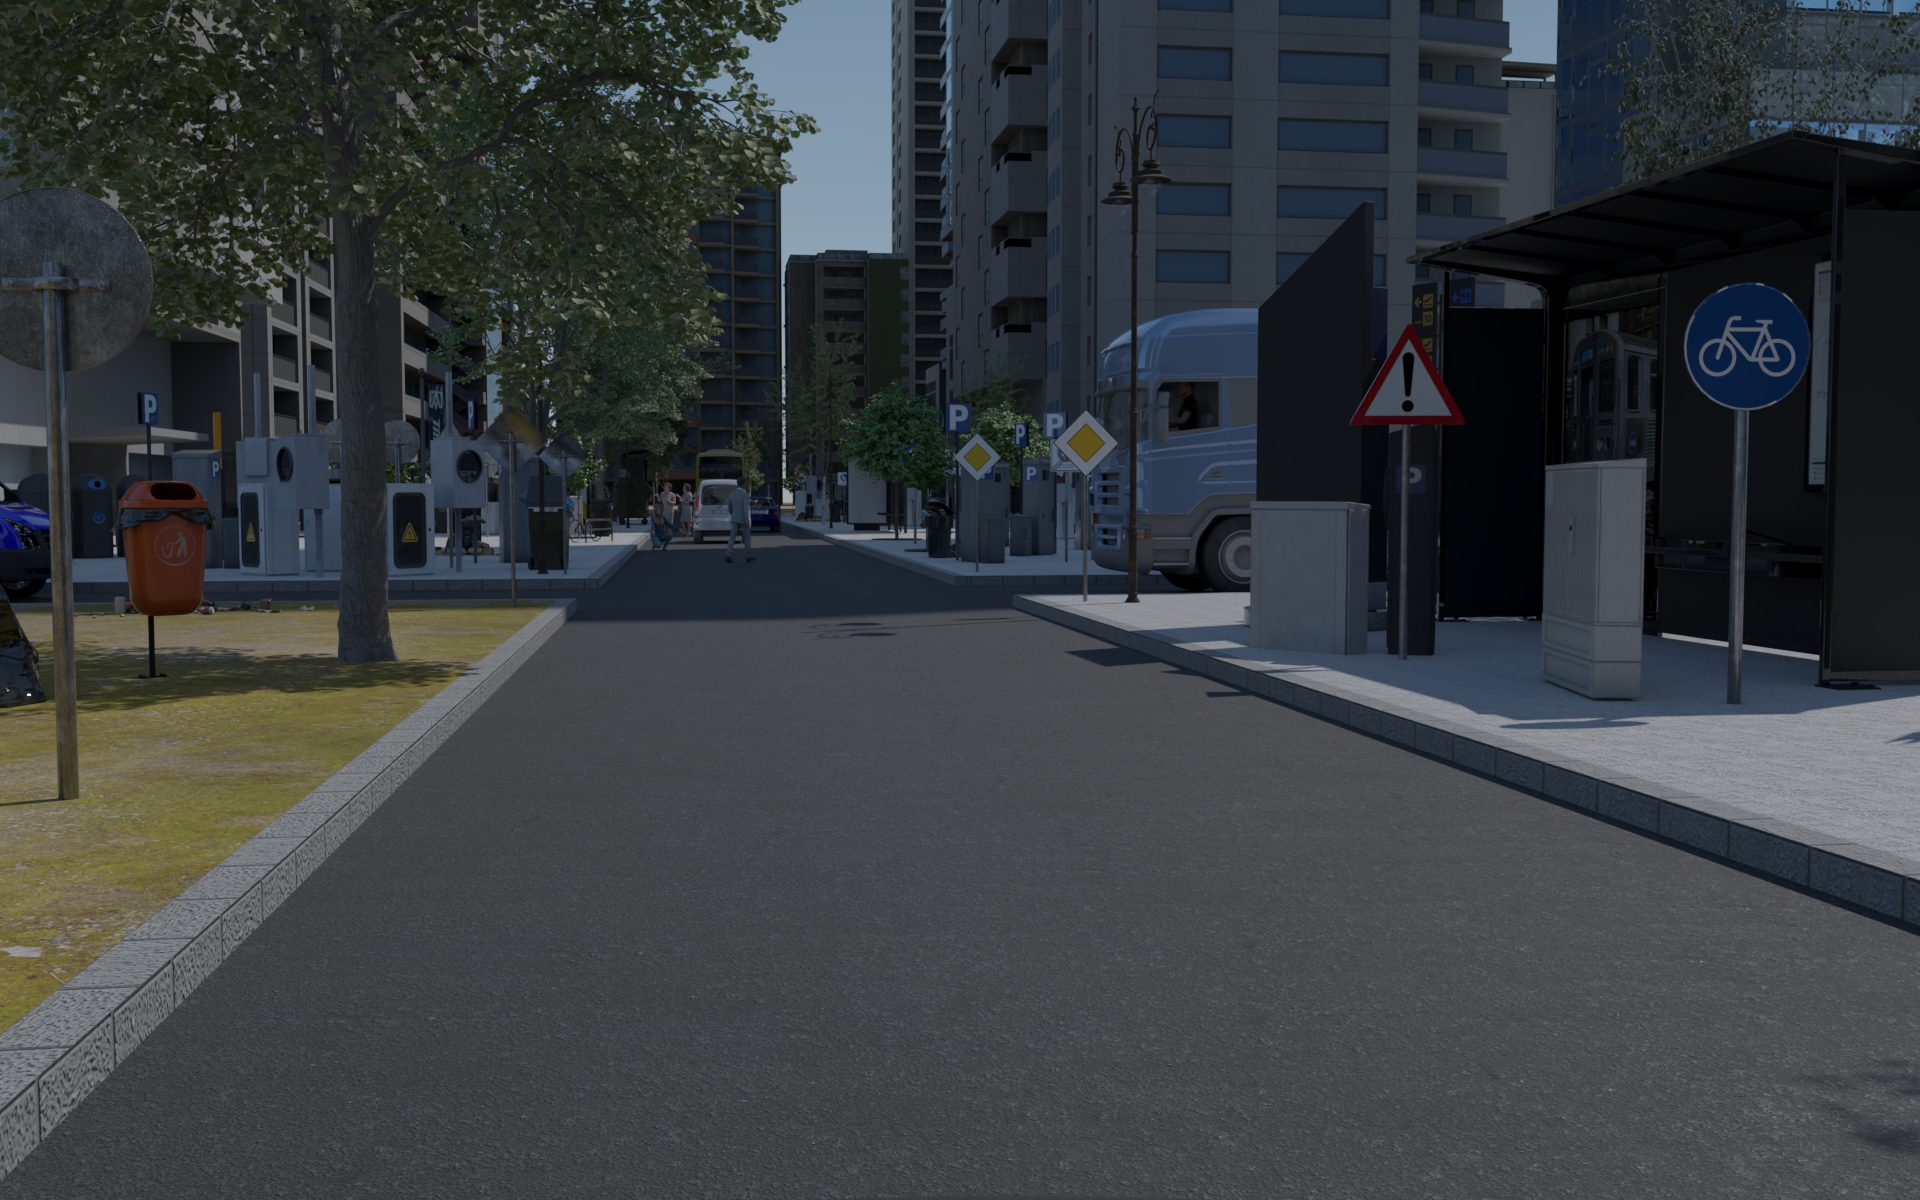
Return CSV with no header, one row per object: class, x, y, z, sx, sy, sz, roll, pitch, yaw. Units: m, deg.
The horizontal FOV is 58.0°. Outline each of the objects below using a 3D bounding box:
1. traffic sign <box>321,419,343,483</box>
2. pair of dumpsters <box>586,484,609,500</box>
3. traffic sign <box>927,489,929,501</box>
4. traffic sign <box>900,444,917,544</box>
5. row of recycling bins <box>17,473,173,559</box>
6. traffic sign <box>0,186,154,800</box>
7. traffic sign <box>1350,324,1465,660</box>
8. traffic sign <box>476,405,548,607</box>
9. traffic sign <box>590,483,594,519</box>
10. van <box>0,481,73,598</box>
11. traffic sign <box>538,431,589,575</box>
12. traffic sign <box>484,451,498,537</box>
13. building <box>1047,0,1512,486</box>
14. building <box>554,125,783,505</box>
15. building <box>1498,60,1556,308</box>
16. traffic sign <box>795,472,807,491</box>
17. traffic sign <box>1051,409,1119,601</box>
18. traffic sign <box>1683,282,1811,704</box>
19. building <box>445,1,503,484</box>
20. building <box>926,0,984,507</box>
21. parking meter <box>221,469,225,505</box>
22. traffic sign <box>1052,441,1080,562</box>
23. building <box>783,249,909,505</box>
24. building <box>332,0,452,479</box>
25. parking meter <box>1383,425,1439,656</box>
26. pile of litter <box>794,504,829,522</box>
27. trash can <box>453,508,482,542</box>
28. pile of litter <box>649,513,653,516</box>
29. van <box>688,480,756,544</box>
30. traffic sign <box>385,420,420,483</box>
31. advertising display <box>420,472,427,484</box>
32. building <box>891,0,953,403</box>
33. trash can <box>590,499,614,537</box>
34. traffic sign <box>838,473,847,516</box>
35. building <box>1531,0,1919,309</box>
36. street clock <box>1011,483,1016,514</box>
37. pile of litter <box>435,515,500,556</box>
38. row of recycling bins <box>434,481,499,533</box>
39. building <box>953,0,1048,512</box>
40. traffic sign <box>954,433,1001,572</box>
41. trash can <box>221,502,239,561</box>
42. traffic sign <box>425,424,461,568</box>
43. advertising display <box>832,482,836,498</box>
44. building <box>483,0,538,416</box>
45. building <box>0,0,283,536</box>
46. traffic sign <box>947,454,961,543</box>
traffic sign,-10.409,-1.781,29.228,0.768,2.556,0.104,0,4,-3
pair of dumpsters,-20.402,-5.751,96.524,1.574,2.255,4.437,-1,4,-9
traffic sign,-1.159,-3.680,62.291,0.606,2.300,0.079,0,4,-3
traffic sign,-1.148,-2.709,44.405,0.768,2.556,0.104,0,4,-1
row of recycling bins,-17.082,-1.702,34.939,1.069,1.692,3.534,3,5,42
traffic sign,-3.753,-0.435,7.213,0.768,2.556,0.104,0,4,-8
traffic sign,3.427,-0.815,13.334,0.884,2.594,0.081,0,4,-1
traffic sign,-5.078,-0.980,19.659,0.795,2.450,0.064,-1,4,-9
traffic sign,-15.712,-4.378,73.708,0.606,2.300,0.079,0,4,-6
van,-14.726,-1.139,23.012,5.245,2.365,2.240,0,4,-7
traffic sign,-6.290,-1.462,27.552,0.795,2.450,0.064,-1,4,-9
traffic sign,-14.115,-3.153,51.651,0.768,2.556,0.104,0,4,1
building,15.292,-33.616,91.622,21.231,58.520,28.212,-1,4,-9
building,-35.732,-33.858,208.206,28.867,44.769,22.147,-1,4,-9
building,49.204,-29.554,166.796,14.086,41.232,14.154,-1,4,-9
traffic sign,-8.760,-5.855,95.827,0.768,2.556,0.104,-1,4,-8
traffic sign,1.493,-1.040,20.644,0.795,2.450,0.064,-1,4,-9
traffic sign,4.737,-0.637,10.522,0.768,2.556,0.104,0,4,-1
building,-48.394,-30.694,151.955,14.200,45.320,14.600,-1,4,-9
building,6.626,-51.268,150.902,22.319,86.520,31.000,-1,4,-9
parking meter,-14.565,-1.716,33.774,0.255,1.863,0.399,2,4,35
traffic sign,2.004,-1.862,32.578,0.606,2.300,0.079,0,4,0
building,-13.753,-26.674,207.814,14.107,30.474,14.160,-1,4,-9
building,-44.553,-29.650,108.473,21.300,48.544,21.600,-1,4,-9
parking meter,3.598,-0.497,13.844,0.399,1.863,0.255,1,4,22
pile of litter,-6.859,-4.057,80.296,1.719,0.858,1.176,-1,4,-9
trash can,-11.083,-1.671,38.977,0.748,1.137,0.748,0,3,0
pile of litter,-18.495,-5.352,101.478,1.176,0.858,1.719,0,4,2
van,-7.082,-2.725,51.557,2.013,2.044,4.112,0,4,-7
traffic sign,-9.646,-1.811,29.720,0.768,2.556,0.104,0,4,-3
advertising display,-15.617,-2.768,50.471,0.123,1.923,0.974,-1,4,-12
building,2.882,-47.361,212.610,20.611,71.187,20.563,-1,4,-9
trash can,-10.801,-2.483,52.251,0.748,1.137,0.748,0,3,0
traffic sign,-5.468,-4.868,81.727,0.606,2.300,0.079,0,4,-2
building,34.657,-45.474,56.167,31.000,86.520,22.319,-1,4,-9
street clock,3.016,-5.708,97.890,0.358,2.002,0.471,0,4,6
pile of litter,-10.304,-1.367,36.317,1.719,0.858,1.176,1,4,19
row of recycling bins,-15.730,-3.018,56.451,3.534,1.692,1.069,2,4,26
building,14.666,-32.596,122.181,28.713,52.752,27.495,-1,4,-9
traffic sign,0.281,-1.523,28.537,0.795,2.450,0.064,-1,4,-9
trash can,-13.342,-1.245,32.017,0.748,1.137,0.748,0,3,0
traffic sign,-8.842,-1.838,30.060,0.884,2.594,0.081,0,4,1
advertising display,-6.664,-5.295,91.793,0.123,1.923,0.974,0,3,0
building,-65.475,-54.386,201.881,31.000,86.520,22.319,-1,4,-9
building,-37.993,-28.410,53.742,28.713,52.752,27.495,-1,4,-9
traffic sign,-0.087,-2.331,40.241,0.606,2.300,0.079,0,4,-6
